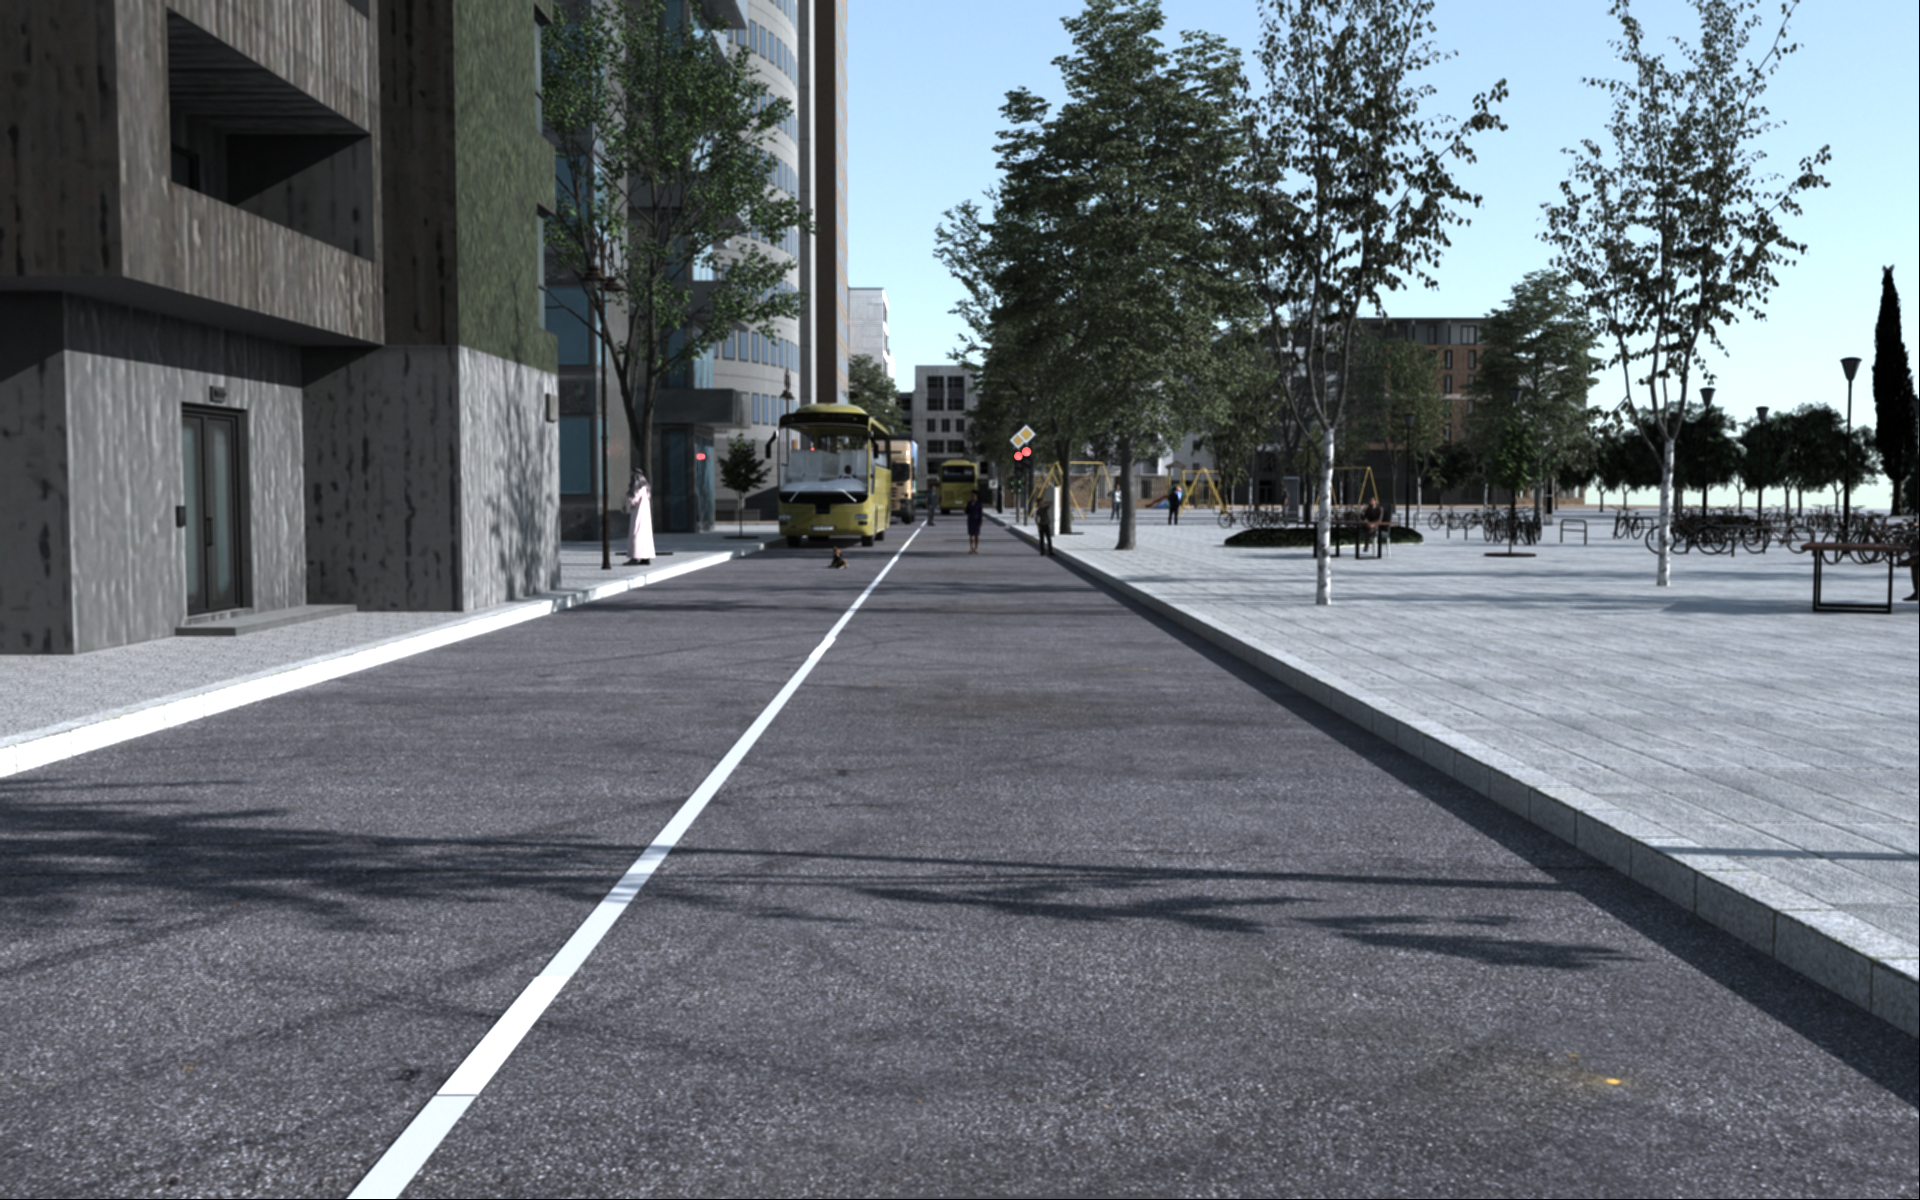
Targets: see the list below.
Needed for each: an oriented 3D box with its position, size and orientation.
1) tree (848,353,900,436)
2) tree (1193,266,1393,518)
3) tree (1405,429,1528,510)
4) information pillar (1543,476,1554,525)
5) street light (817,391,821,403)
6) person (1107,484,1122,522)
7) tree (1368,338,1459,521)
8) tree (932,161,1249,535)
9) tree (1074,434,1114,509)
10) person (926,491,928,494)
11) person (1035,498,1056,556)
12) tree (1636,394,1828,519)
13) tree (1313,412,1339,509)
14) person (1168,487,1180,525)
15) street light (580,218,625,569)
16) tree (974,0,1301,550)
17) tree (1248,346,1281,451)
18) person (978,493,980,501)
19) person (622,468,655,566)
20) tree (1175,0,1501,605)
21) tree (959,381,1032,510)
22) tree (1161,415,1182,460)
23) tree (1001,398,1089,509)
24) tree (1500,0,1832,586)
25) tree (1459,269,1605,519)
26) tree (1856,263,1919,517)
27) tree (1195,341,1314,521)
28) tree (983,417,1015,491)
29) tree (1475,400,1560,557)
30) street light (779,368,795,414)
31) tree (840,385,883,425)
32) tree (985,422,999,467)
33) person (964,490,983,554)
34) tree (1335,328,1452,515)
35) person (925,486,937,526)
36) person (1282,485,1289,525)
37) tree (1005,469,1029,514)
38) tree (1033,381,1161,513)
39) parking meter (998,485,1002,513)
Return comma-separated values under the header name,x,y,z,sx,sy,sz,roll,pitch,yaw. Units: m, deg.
name,x,y,z,sx,sy,sz,roll,pitch,yaw
tree,-7.585,-13.570,139.992,7.486,12.596,7.792,0,3,0
tree,17.449,-11.053,91.091,12.009,13.543,11.850,0,3,0
tree,46.726,-10.936,141.704,20.602,7.101,11.467,1,4,19
information pillar,24.089,-4.064,70.931,0.304,2.012,0.304,0,4,1
street light,-6.327,-6.436,78.016,0.468,5.910,1.993,0,4,0
person,7.135,-4.423,79.080,0.841,1.734,0.376,-1,4,-9
tree,21.329,-7.971,80.694,4.737,8.622,4.395,0,3,0
tree,3.238,-7.896,54.857,9.928,11.665,9.643,0,3,0
tree,11.681,-12.196,149.765,4.360,8.622,3.978,0,3,0
person,-3.616,-11.349,194.146,0.705,1.812,1.348,0,4,-8
person,1.995,-1.710,40.376,0.435,1.345,0.340,-1,4,-15
tree,43.040,-8.155,96.239,11.467,7.101,20.602,-1,4,-18
tree,27.666,-11.519,138.697,4.737,8.622,4.395,0,3,0
person,9.184,-3.962,73.984,0.576,1.737,0.504,2,4,32
street light,-6.033,-3.460,29.361,0.468,5.910,1.993,0,4,0
tree,3.985,-7.455,40.022,7.486,12.596,7.792,0,3,0
tree,16.639,-11.248,109.658,9.928,11.665,9.643,0,3,0
person,2.346,-12.239,209.418,0.557,1.426,1.065,2,4,29
person,-5.812,-1.499,31.220,0.621,1.740,0.551,-1,4,-21
tree,4.281,-4.268,20.137,4.360,8.622,3.978,0,3,0
tree,3.283,-12.319,135.835,7.601,10.594,8.767,0,4,8
tree,13.707,-12.560,139.760,8.767,10.594,7.601,0,4,-6
tree,6.453,-10.860,127.922,4.737,8.622,4.395,0,3,0
tree,9.933,-4.517,24.211,4.360,8.622,3.978,0,3,0
tree,29.094,-10.383,87.896,7.486,12.596,7.792,0,3,0
tree,56.294,-11.865,95.810,13.155,14.587,18.604,-1,4,-10
tree,13.367,-7.991,81.018,4.737,8.622,4.395,0,3,0
tree,4.012,-12.472,154.279,4.360,8.622,3.978,0,3,0
tree,11.503,-2.514,35.704,1.663,3.219,1.824,0,3,0
street light,-6.323,-5.553,63.584,0.468,5.910,1.993,0,4,0
tree,-7.099,-10.203,117.180,4.737,8.622,4.395,0,3,0
tree,3.814,-11.909,145.067,4.737,8.622,4.395,0,3,0
person,0.319,-1.883,41.660,0.453,1.535,0.546,0,4,1
tree,27.117,-11.171,108.398,9.928,11.665,9.643,0,3,0
person,-1.288,-4.283,78.648,0.598,1.807,0.434,-2,4,-26
person,13.945,-4.027,74.477,0.434,1.807,0.598,2,4,25
tree,3.893,-7.193,112.199,1.663,3.219,1.824,0,3,0
tree,9.556,-11.310,119.336,7.601,10.594,8.767,1,4,10
parking meter,2.670,-6.721,115.604,0.255,1.863,0.399,1,4,13
